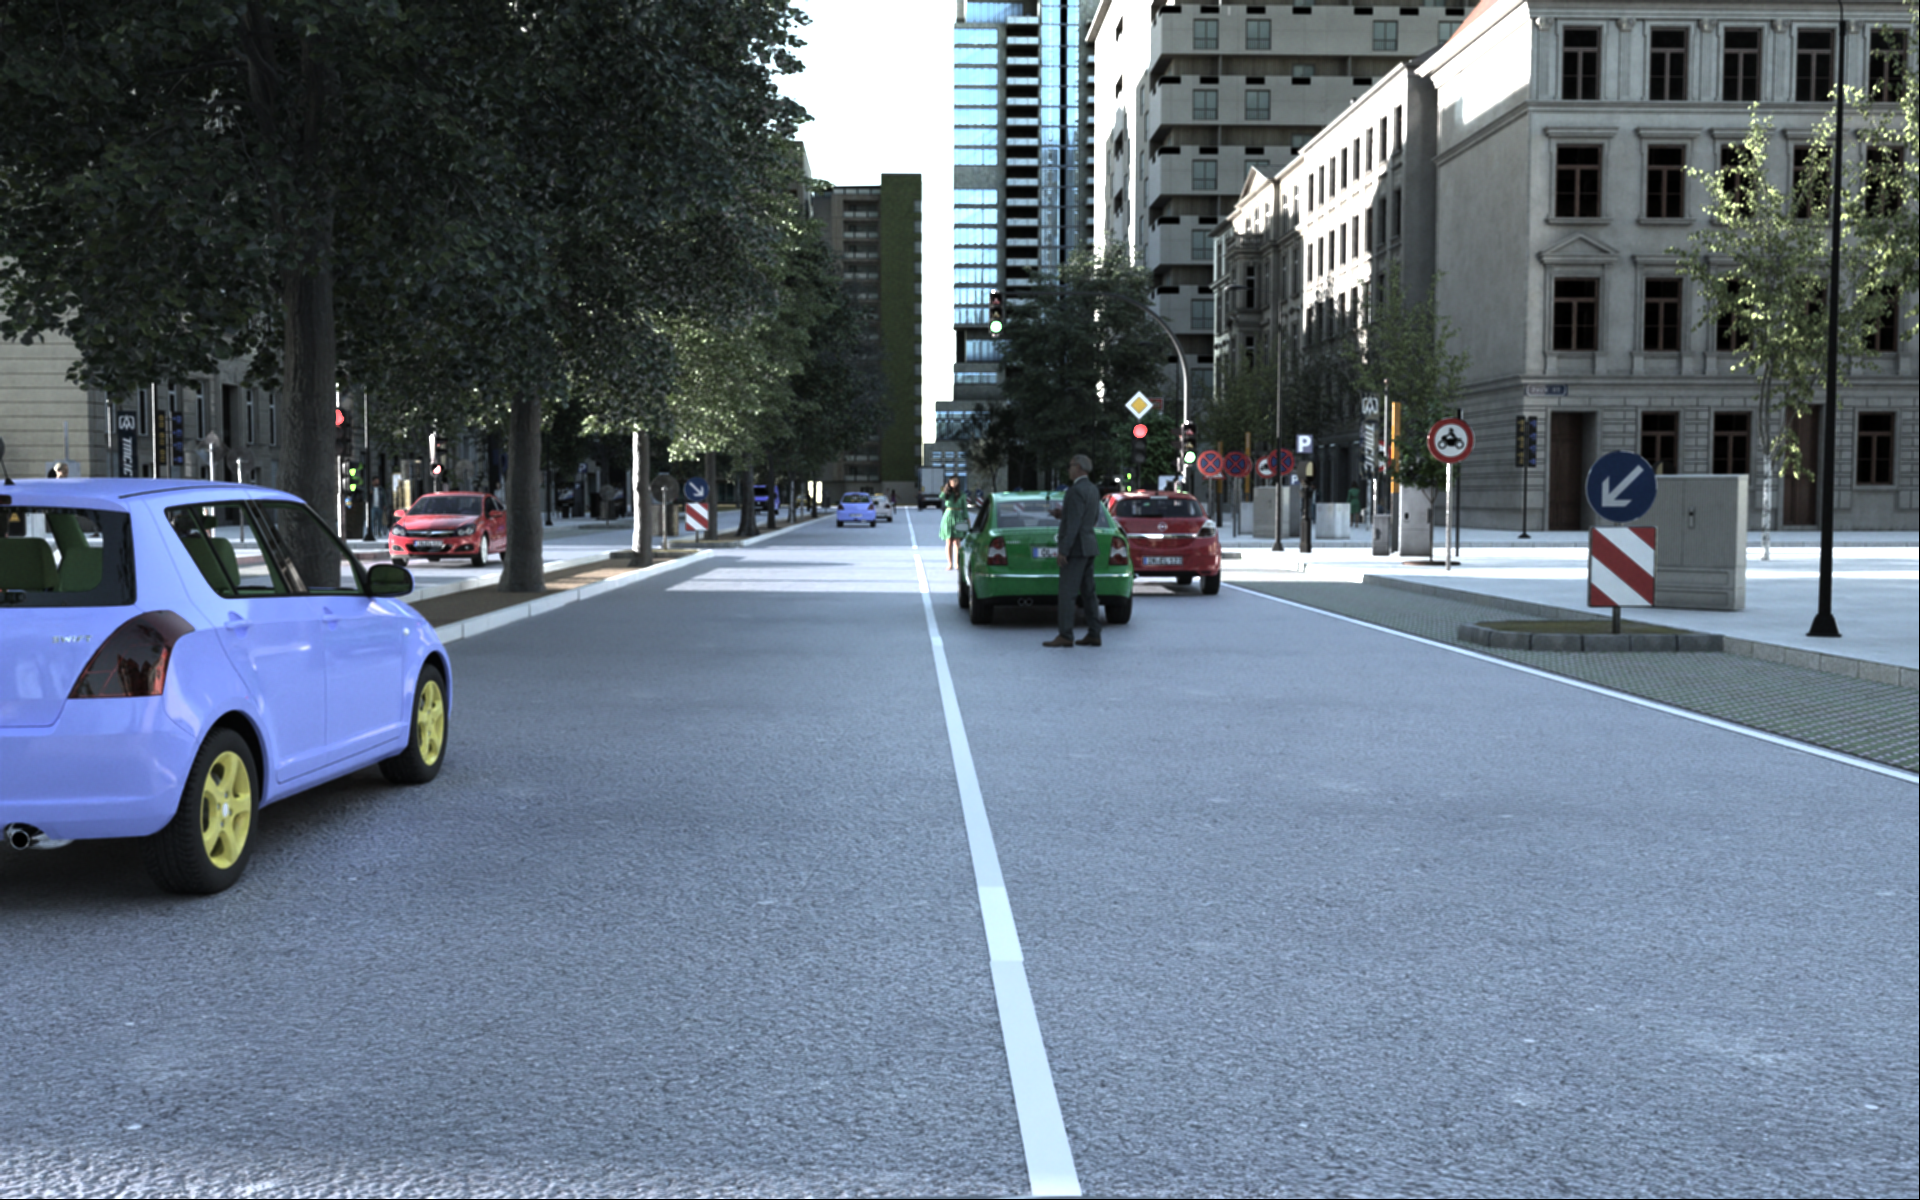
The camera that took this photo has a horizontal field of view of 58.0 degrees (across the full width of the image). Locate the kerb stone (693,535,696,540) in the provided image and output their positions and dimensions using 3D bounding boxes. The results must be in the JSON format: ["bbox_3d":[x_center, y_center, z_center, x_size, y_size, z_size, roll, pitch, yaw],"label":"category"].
[{"bbox_3d":[-8.266,-1.884,52.997,0.120,0.150,1.000,0,4,-2],"label":"kerb stone"}]

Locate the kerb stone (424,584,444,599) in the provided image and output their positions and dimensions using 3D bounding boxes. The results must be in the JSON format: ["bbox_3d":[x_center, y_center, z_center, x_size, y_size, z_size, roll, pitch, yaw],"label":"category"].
[{"bbox_3d":[-7.304,-0.096,23.762,0.120,0.150,1.000,0,4,-2],"label":"kerb stone"}]

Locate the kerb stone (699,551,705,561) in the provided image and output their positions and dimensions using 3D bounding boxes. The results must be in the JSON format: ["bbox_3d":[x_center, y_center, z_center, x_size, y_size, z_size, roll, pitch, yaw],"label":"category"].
[{"bbox_3d":[-5.644,-0.908,37.146,0.120,0.150,1.000,0,4,-2],"label":"kerb stone"}]

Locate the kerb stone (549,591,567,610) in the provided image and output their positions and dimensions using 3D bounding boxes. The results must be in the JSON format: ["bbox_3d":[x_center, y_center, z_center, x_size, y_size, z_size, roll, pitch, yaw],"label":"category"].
[{"bbox_3d":[-5.137,0.025,21.787,0.120,0.150,1.000,0,4,-2],"label":"kerb stone"}]

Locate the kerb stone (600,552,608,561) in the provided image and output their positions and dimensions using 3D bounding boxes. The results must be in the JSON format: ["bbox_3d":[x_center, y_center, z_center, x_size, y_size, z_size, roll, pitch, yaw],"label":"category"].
[{"bbox_3d":[-7.737,-0.911,37.084,0.120,0.150,1.000,0,4,-2],"label":"kerb stone"}]

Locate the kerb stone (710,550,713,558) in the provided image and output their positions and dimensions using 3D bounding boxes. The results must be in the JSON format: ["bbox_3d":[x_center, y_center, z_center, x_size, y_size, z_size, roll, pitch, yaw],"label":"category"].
[{"bbox_3d":[-5.698,-1.039,39.189,0.120,0.150,1.000,0,4,-2],"label":"kerb stone"}]

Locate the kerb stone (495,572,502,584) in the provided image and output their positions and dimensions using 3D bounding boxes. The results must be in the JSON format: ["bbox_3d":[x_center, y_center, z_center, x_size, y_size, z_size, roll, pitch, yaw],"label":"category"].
[{"bbox_3d":[-7.442,-0.347,27.866,0.120,0.150,1.000,0,4,-2],"label":"kerb stone"}]

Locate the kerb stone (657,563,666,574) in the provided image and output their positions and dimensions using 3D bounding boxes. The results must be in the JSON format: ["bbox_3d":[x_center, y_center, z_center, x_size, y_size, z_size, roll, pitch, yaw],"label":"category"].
[{"bbox_3d":[-5.442,-0.539,31.010,0.120,0.150,1.000,0,4,-2],"label":"kerb stone"}]

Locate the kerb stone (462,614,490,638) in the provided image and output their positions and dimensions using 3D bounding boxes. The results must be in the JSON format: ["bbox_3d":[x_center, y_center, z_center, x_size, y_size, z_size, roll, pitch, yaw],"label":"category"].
[{"bbox_3d":[-5.000,0.276,17.679,0.120,0.150,1.000,0,4,-2],"label":"kerb stone"}]

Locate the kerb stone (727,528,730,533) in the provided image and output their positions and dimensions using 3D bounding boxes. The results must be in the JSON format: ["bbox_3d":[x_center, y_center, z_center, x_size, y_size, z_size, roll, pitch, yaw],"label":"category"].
[{"bbox_3d":[-8.596,-2.511,63.247,0.120,0.150,1.000,0,4,-2],"label":"kerb stone"}]

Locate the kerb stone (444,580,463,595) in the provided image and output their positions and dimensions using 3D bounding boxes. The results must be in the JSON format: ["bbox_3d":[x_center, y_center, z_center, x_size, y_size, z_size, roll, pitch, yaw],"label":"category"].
[{"bbox_3d":[-7.341,-0.154,24.784,0.120,0.150,1.000,0,4,-2],"label":"kerb stone"}]

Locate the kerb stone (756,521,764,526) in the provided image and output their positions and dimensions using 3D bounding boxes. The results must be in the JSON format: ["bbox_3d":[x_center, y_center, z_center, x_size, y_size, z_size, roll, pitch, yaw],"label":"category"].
[{"bbox_3d":[-9.098,-3.449,78.621,0.120,0.150,1.000,0,4,-2],"label":"kerb stone"}]

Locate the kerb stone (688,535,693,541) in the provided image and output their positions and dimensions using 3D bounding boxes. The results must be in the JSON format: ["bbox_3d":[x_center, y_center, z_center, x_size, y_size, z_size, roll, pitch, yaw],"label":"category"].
[{"bbox_3d":[-8.224,-1.821,51.970,0.120,0.150,1.000,0,4,-2],"label":"kerb stone"}]

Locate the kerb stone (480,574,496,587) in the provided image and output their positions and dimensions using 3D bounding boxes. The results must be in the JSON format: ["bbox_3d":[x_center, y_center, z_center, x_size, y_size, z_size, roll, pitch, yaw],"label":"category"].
[{"bbox_3d":[-7.407,-0.274,26.838,0.120,0.150,1.000,0,4,-2],"label":"kerb stone"}]

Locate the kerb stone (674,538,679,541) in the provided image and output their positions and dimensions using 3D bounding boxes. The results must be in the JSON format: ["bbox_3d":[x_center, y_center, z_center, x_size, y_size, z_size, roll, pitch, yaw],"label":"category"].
[{"bbox_3d":[-8.132,-1.633,48.901,0.120,0.150,1.000,0,4,-2],"label":"kerb stone"}]

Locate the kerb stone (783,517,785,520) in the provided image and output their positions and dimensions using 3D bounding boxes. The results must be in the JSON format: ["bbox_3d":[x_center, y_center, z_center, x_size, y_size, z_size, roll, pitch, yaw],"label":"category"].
[{"bbox_3d":[-9.542,-4.264,91.915,0.120,0.150,1.000,0,4,-2],"label":"kerb stone"}]

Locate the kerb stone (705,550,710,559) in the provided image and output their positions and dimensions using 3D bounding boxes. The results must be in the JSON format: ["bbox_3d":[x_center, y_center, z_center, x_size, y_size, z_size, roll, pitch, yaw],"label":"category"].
[{"bbox_3d":[-5.679,-0.977,38.167,0.120,0.150,1.000,0,4,-2],"label":"kerb stone"}]

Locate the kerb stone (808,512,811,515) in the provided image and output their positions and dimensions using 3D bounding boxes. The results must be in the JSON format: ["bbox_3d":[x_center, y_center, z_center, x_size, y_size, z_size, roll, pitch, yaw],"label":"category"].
[{"bbox_3d":[-10.380,-5.833,117.570,0.120,0.150,1.000,0,4,-2],"label":"kerb stone"}]

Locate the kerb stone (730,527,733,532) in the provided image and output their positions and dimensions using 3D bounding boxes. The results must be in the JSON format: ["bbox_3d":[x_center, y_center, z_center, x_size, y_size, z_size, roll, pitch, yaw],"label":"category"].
[{"bbox_3d":[-8.631,-2.573,64.270,0.120,0.150,1.000,0,4,-2],"label":"kerb stone"}]

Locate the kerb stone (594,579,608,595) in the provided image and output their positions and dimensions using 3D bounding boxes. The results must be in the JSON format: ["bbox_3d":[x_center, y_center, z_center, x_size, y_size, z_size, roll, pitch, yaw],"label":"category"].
[{"bbox_3d":[-5.241,-0.163,24.864,0.120,0.150,1.000,0,4,-2],"label":"kerb stone"}]

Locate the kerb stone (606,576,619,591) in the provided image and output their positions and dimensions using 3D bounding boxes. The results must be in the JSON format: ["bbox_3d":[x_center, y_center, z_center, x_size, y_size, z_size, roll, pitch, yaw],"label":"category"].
[{"bbox_3d":[-5.274,-0.226,25.885,0.120,0.150,1.000,0,4,-2],"label":"kerb stone"}]

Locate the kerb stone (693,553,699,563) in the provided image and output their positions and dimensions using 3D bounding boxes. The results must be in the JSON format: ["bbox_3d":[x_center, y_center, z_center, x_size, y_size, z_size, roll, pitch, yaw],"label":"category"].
[{"bbox_3d":[-5.611,-0.847,36.125,0.120,0.150,1.000,0,4,-2],"label":"kerb stone"}]

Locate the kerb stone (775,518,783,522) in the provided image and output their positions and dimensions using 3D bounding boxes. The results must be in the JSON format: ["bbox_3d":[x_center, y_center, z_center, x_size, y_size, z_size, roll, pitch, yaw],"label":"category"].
[{"bbox_3d":[-9.500,-4.202,90.893,0.120,0.150,1.000,0,4,-2],"label":"kerb stone"}]

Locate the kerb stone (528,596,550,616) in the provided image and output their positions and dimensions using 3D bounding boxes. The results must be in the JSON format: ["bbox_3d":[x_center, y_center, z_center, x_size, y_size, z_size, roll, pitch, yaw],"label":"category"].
[{"bbox_3d":[-5.100,0.089,20.745,0.120,0.150,1.000,0,4,-2],"label":"kerb stone"}]

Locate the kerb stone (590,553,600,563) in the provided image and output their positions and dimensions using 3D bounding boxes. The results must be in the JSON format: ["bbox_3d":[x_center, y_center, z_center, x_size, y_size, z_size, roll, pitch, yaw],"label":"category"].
[{"bbox_3d":[-7.705,-0.848,36.060,0.120,0.150,1.000,0,4,-2],"label":"kerb stone"}]

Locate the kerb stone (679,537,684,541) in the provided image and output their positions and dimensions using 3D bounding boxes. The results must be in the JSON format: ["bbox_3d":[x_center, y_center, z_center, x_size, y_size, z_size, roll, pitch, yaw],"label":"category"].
[{"bbox_3d":[-8.165,-1.696,49.923,0.120,0.150,1.000,0,4,-2],"label":"kerb stone"}]

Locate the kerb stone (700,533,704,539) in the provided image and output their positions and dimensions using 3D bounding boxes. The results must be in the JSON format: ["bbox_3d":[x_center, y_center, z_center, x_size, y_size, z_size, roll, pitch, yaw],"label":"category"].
[{"bbox_3d":[-8.333,-2.010,55.054,0.120,0.150,1.000,0,4,-2],"label":"kerb stone"}]

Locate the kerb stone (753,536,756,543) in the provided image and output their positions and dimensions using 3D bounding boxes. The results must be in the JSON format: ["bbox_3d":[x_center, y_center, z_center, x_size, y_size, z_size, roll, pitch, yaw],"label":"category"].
[{"bbox_3d":[-6.062,-1.701,50.007,0.120,0.150,1.000,0,4,-2],"label":"kerb stone"}]

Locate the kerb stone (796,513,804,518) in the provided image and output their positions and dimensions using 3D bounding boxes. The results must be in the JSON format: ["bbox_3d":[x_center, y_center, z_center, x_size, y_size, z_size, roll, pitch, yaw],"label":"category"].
[{"bbox_3d":[-10.108,-5.327,109.351,0.120,0.150,1.000,0,4,-2],"label":"kerb stone"}]

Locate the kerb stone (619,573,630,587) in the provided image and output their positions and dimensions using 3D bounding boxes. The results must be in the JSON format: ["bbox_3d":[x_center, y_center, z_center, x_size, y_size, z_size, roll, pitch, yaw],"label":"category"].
[{"bbox_3d":[-5.302,-0.286,26.913,0.120,0.150,1.000,0,4,-2],"label":"kerb stone"}]

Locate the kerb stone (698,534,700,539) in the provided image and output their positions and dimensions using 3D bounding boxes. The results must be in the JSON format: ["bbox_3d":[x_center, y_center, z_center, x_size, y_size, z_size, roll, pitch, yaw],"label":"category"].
[{"bbox_3d":[-8.301,-1.947,54.031,0.120,0.150,1.000,0,4,-2],"label":"kerb stone"}]

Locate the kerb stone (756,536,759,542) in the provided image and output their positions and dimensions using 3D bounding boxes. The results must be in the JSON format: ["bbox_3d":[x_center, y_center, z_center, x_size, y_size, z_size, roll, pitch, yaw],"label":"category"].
[{"bbox_3d":[-6.095,-1.763,51.029,0.120,0.150,1.000,0,4,-2],"label":"kerb stone"}]

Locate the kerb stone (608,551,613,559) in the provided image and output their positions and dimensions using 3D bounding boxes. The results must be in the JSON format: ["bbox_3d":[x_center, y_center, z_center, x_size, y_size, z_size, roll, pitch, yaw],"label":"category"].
[{"bbox_3d":[-7.779,-0.973,38.111,0.120,0.150,1.000,0,4,-2],"label":"kerb stone"}]

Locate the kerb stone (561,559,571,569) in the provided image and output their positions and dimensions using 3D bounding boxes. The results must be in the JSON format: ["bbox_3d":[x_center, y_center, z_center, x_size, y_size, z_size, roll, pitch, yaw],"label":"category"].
[{"bbox_3d":[-7.610,-0.660,32.989,0.120,0.150,1.000,0,4,-2],"label":"kerb stone"}]

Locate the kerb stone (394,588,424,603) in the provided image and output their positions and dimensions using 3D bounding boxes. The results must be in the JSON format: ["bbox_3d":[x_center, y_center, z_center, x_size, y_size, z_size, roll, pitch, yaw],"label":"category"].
[{"bbox_3d":[-7.273,-0.033,22.731,0.120,0.150,1.000,0,4,-2],"label":"kerb stone"}]

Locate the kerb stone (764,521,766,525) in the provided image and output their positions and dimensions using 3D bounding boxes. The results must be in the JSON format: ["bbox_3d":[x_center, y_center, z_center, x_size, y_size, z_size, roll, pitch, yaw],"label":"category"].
[{"bbox_3d":[-9.137,-3.514,79.643,0.120,0.150,1.000,0,4,-2],"label":"kerb stone"}]

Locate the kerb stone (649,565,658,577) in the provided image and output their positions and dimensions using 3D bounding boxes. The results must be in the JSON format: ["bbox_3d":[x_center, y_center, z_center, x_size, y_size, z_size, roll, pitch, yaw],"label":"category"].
[{"bbox_3d":[-5.412,-0.467,29.989,0.120,0.150,1.000,0,4,-2],"label":"kerb stone"}]

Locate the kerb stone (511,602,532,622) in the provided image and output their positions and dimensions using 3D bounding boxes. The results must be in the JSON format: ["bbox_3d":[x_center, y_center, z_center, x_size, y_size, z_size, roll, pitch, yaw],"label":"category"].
[{"bbox_3d":[-5.076,0.155,19.722,0.120,0.150,1.000,0,4,-2],"label":"kerb stone"}]

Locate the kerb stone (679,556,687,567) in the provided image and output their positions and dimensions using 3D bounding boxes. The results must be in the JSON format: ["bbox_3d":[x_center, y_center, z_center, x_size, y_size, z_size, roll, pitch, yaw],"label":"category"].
[{"bbox_3d":[-5.537,-0.727,34.082,0.120,0.150,1.000,0,4,-2],"label":"kerb stone"}]

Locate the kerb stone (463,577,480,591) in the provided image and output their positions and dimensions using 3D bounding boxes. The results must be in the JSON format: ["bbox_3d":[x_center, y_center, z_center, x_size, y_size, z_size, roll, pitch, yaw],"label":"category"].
[{"bbox_3d":[-7.376,-0.221,25.810,0.120,0.150,1.000,0,4,-2],"label":"kerb stone"}]

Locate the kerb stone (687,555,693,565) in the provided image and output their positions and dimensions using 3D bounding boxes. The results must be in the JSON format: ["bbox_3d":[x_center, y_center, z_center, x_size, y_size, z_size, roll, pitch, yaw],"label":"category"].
[{"bbox_3d":[-5.578,-0.789,35.103,0.120,0.150,1.000,0,4,-2],"label":"kerb stone"}]

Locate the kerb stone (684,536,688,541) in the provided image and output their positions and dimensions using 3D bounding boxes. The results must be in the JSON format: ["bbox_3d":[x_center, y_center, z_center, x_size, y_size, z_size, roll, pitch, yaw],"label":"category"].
[{"bbox_3d":[-8.195,-1.759,50.948,0.120,0.150,1.000,0,4,-2],"label":"kerb stone"}]

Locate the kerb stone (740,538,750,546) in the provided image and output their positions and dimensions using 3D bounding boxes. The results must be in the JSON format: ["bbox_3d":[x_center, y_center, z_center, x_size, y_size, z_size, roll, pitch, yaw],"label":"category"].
[{"bbox_3d":[-5.997,-1.575,47.946,0.120,0.150,1.000,0,4,-2],"label":"kerb stone"}]

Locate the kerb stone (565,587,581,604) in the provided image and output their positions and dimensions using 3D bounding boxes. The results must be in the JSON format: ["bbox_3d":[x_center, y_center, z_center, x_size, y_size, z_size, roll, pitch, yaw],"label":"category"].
[{"bbox_3d":[-5.184,-0.032,22.814,0.120,0.150,1.000,0,4,-2],"label":"kerb stone"}]

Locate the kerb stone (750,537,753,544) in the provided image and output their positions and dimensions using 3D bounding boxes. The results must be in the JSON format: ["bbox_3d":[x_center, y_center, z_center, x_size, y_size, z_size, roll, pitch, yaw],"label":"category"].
[{"bbox_3d":[-6.027,-1.634,48.972,0.120,0.150,1.000,0,4,-2],"label":"kerb stone"}]

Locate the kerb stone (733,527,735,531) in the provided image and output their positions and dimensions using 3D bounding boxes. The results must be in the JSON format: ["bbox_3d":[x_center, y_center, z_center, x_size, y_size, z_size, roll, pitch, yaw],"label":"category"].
[{"bbox_3d":[-8.672,-2.635,65.296,0.120,0.150,1.000,0,4,-2],"label":"kerb stone"}]

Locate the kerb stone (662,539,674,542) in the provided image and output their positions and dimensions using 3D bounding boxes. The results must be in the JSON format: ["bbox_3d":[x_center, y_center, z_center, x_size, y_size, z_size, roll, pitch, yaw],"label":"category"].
[{"bbox_3d":[-8.103,-1.570,47.874,0.120,0.150,1.000,0,4,-2],"label":"kerb stone"}]

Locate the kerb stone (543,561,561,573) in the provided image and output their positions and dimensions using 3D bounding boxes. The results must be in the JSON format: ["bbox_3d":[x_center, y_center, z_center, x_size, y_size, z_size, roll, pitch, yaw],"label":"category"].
[{"bbox_3d":[-7.575,-0.597,31.955,0.120,0.150,1.000,0,4,-2],"label":"kerb stone"}]

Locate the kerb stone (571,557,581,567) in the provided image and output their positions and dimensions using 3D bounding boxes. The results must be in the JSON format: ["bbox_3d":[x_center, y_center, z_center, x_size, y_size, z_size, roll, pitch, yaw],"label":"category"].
[{"bbox_3d":[-7.643,-0.723,34.014,0.120,0.150,1.000,0,4,-2],"label":"kerb stone"}]

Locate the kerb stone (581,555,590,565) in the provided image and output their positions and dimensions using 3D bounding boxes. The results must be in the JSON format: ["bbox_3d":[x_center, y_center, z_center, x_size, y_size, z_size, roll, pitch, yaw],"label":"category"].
[{"bbox_3d":[-7.679,-0.785,35.038,0.120,0.150,1.000,0,4,-2],"label":"kerb stone"}]

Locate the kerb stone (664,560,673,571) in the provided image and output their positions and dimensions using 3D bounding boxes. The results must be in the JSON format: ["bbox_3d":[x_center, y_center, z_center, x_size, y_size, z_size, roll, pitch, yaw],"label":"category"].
[{"bbox_3d":[-5.476,-0.602,32.037,0.120,0.150,1.000,0,4,-2],"label":"kerb stone"}]

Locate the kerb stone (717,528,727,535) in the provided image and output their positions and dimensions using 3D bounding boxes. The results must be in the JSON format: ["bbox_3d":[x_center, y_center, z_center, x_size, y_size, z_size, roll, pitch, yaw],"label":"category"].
[{"bbox_3d":[-8.569,-2.448,62.225,0.120,0.150,1.000,0,4,-2],"label":"kerb stone"}]

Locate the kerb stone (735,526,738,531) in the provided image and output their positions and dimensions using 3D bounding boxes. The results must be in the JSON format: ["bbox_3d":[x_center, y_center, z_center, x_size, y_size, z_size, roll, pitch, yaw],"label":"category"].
[{"bbox_3d":[-8.707,-2.699,66.322,0.120,0.150,1.000,0,4,-2],"label":"kerb stone"}]

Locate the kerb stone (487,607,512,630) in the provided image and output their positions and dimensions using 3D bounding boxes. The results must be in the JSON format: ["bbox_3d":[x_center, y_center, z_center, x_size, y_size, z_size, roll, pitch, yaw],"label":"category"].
[{"bbox_3d":[-5.035,0.216,18.700,0.120,0.150,1.000,0,4,-2],"label":"kerb stone"}]

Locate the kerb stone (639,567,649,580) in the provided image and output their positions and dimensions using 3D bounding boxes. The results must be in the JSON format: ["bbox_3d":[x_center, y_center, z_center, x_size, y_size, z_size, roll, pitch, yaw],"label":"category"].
[{"bbox_3d":[-5.375,-0.414,28.966,0.120,0.150,1.000,0,4,-2],"label":"kerb stone"}]

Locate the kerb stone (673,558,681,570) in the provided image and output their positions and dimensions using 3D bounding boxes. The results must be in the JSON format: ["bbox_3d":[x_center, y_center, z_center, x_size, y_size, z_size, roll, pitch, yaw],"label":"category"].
[{"bbox_3d":[-5.506,-0.659,33.061,0.120,0.150,1.000,0,4,-2],"label":"kerb stone"}]

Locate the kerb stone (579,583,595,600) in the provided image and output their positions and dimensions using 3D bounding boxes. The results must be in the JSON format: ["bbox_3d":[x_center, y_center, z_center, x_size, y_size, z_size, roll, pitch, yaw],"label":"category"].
[{"bbox_3d":[-5.205,-0.098,23.843,0.120,0.150,1.000,0,4,-2],"label":"kerb stone"}]

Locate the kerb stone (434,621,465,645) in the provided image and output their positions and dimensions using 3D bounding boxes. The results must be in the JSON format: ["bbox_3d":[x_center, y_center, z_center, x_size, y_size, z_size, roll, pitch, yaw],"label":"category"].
[{"bbox_3d":[-4.976,0.342,16.652,0.120,0.150,1.000,0,4,-2],"label":"kerb stone"}]

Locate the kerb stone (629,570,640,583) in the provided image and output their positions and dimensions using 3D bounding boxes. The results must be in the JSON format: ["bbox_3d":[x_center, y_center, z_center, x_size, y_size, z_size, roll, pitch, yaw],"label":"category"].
[{"bbox_3d":[-5.346,-0.351,27.940,0.120,0.150,1.000,0,4,-2],"label":"kerb stone"}]
